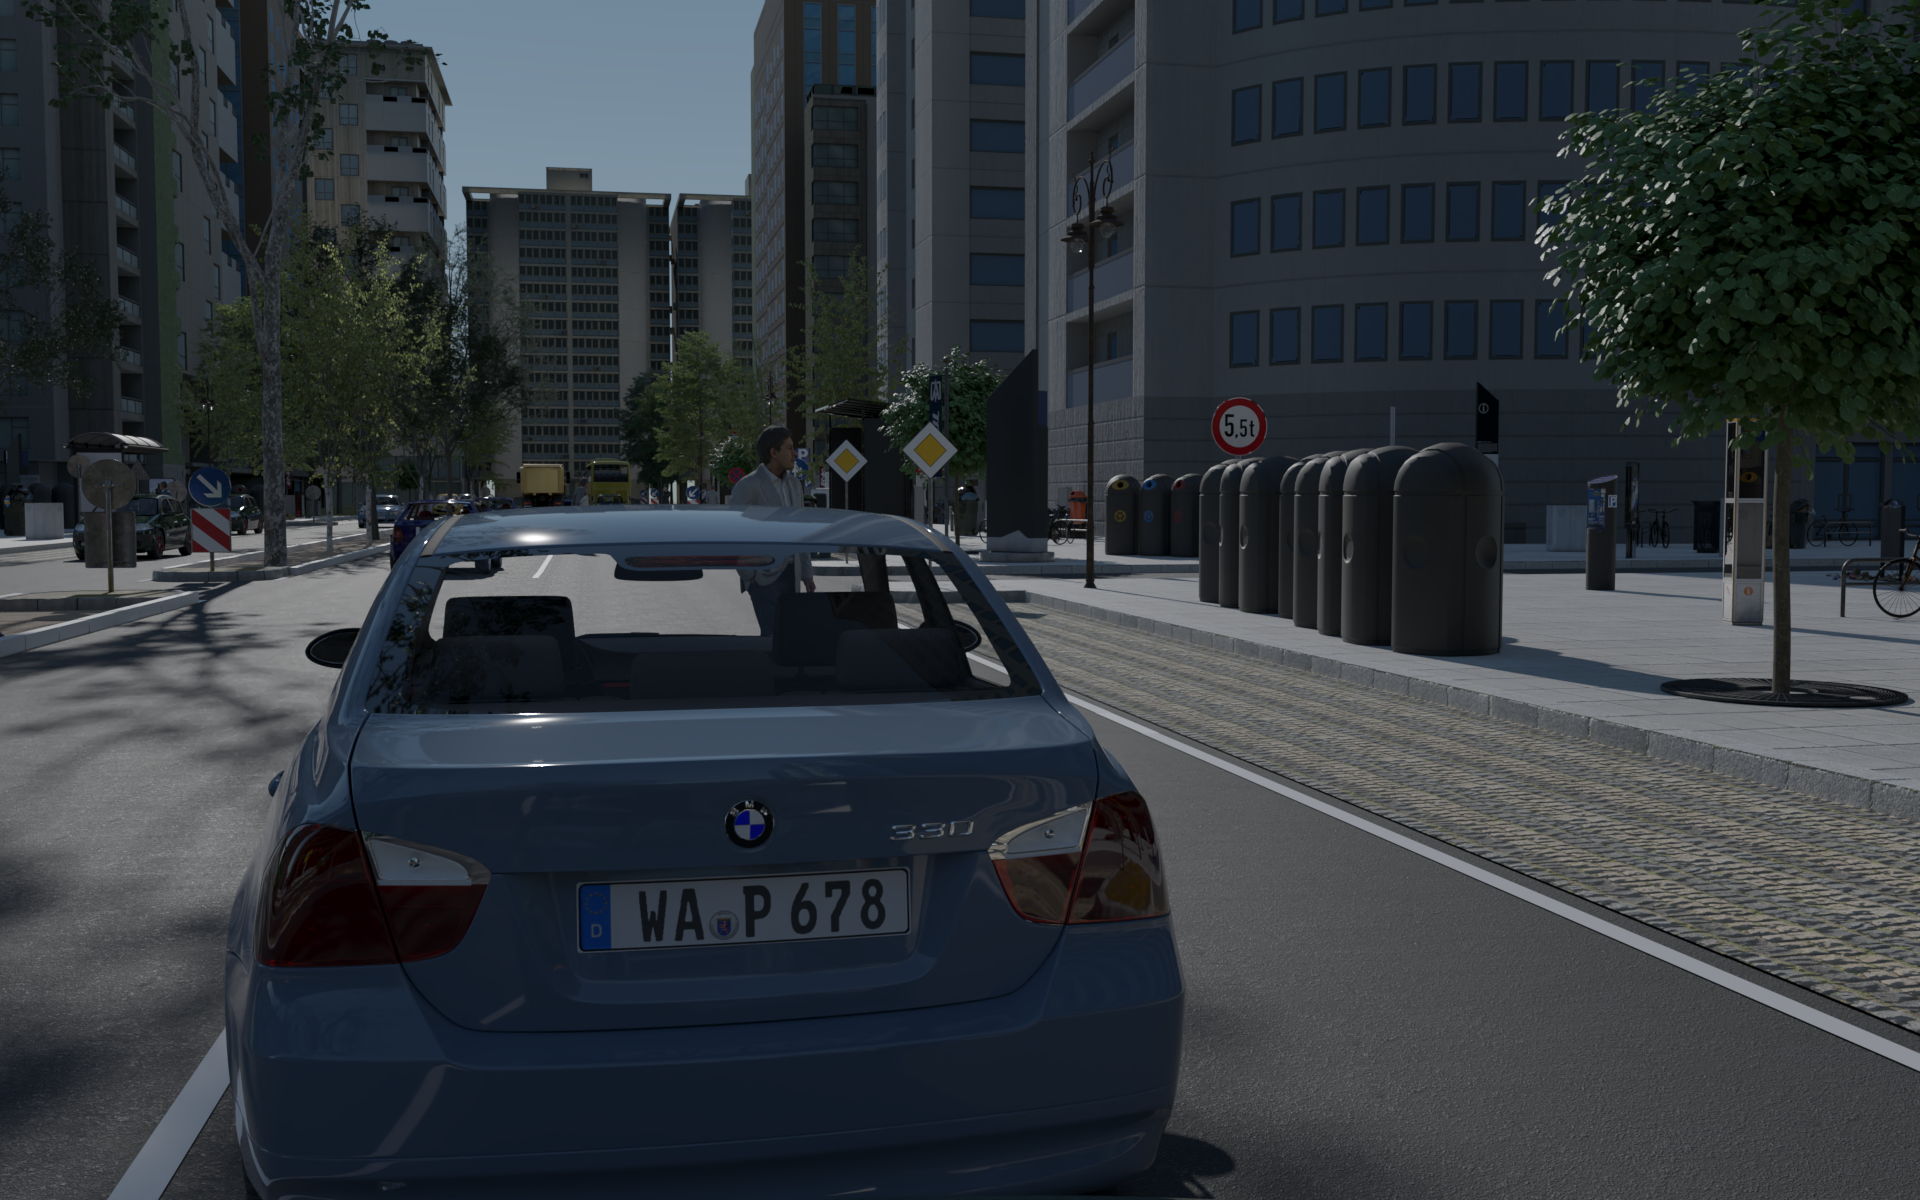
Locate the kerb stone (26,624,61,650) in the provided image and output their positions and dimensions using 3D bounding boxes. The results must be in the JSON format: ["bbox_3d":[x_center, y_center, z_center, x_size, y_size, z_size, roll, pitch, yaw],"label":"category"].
[{"bbox_3d":[-8.701,0.365,16.307,0.120,0.150,1.000,-1,4,-12],"label":"kerb stone"}]

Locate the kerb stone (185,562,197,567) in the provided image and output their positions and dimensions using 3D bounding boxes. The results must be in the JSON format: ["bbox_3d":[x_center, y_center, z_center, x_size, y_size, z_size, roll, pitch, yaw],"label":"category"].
[{"bbox_3d":[-14.083,-0.567,31.467,0.120,0.150,1.000,-1,4,-12],"label":"kerb stone"}]

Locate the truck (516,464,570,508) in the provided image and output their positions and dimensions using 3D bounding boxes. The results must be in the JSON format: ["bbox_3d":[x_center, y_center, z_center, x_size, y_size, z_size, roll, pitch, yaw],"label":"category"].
[{"bbox_3d":[-26.772,-7.052,111.224,3.469,3.379,9.791,-1,4,-13],"label":"truck"}]

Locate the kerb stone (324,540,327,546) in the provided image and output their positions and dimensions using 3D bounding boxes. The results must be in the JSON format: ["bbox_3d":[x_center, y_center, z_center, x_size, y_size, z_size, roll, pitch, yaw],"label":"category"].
[{"bbox_3d":[-17.504,-1.544,47.484,0.120,0.150,1.000,-1,4,-12],"label":"kerb stone"}]

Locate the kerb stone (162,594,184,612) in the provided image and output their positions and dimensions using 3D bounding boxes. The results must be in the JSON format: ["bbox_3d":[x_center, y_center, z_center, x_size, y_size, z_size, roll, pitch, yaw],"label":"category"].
[{"bbox_3d":[-9.767,0.054,21.319,0.120,0.150,1.000,-1,4,-12],"label":"kerb stone"}]

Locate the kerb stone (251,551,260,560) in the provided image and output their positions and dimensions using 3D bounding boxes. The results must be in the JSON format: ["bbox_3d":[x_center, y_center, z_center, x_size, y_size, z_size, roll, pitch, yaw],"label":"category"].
[{"bbox_3d":[-15.364,-0.934,37.466,0.120,0.150,1.000,-1,4,-12],"label":"kerb stone"}]

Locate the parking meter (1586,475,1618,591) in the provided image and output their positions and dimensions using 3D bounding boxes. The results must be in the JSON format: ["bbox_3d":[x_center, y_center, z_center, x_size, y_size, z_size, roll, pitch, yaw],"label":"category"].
[{"bbox_3d":[8.562,-0.899,23.114,0.372,1.533,0.369,0,3,0],"label":"parking meter"}]

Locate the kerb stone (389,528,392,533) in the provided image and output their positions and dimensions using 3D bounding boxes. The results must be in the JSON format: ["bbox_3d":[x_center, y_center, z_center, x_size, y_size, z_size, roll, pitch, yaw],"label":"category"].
[{"bbox_3d":[-20.711,-2.463,62.520,0.120,0.150,1.000,-1,4,-12],"label":"kerb stone"}]

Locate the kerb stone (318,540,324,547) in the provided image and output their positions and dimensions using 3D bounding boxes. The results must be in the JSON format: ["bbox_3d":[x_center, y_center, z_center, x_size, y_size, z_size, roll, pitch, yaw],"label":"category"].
[{"bbox_3d":[-17.287,-1.486,46.485,0.120,0.150,1.000,-1,4,-12],"label":"kerb stone"}]

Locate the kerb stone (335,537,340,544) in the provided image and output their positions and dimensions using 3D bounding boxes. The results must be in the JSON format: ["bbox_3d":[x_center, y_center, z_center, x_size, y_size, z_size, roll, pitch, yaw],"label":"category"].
[{"bbox_3d":[-17.929,-1.669,49.491,0.120,0.150,1.000,-1,4,-12],"label":"kerb stone"}]

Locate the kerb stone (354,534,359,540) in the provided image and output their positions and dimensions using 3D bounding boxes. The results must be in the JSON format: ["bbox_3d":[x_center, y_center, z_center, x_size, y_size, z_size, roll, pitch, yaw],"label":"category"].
[{"bbox_3d":[-18.776,-1.914,53.493,0.120,0.150,1.000,-1,4,-12],"label":"kerb stone"}]

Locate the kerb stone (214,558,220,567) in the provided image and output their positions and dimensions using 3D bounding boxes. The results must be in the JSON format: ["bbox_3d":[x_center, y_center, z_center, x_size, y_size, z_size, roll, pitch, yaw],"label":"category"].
[{"bbox_3d":[-14.510,-0.689,33.467,0.120,0.150,1.000,-1,4,-12],"label":"kerb stone"}]

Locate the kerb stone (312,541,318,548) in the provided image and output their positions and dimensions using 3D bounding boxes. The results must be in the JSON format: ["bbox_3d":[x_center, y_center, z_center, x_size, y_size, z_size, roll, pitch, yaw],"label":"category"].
[{"bbox_3d":[-17.071,-1.424,45.481,0.120,0.150,1.000,-1,4,-12],"label":"kerb stone"}]

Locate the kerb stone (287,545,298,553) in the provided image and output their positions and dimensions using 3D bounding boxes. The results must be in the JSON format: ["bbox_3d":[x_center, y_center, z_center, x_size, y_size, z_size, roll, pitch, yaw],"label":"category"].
[{"bbox_3d":[-16.432,-1.238,42.468,0.120,0.150,1.000,-1,4,-12],"label":"kerb stone"}]

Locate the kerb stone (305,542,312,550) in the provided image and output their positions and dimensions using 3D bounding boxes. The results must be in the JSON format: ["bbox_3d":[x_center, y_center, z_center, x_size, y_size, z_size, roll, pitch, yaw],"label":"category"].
[{"bbox_3d":[-16.856,-1.363,44.473,0.120,0.150,1.000,-1,4,-12],"label":"kerb stone"}]

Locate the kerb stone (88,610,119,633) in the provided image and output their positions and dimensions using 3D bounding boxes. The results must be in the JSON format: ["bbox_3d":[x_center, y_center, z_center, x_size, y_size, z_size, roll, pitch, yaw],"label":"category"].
[{"bbox_3d":[-9.125,0.240,18.314,0.120,0.150,1.000,-1,4,-12],"label":"kerb stone"}]

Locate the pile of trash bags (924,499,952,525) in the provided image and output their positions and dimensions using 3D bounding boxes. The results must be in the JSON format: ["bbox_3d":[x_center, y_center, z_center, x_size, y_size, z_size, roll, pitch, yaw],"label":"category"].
[{"bbox_3d":[-0.647,-3.937,74.115,3.447,1.369,1.912,2,4,24],"label":"pile of trash bags"}]

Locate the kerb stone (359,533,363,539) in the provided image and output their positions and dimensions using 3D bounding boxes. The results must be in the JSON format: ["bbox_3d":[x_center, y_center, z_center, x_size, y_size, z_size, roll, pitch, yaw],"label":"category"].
[{"bbox_3d":[-18.999,-1.975,54.492,0.120,0.150,1.000,-1,4,-12],"label":"kerb stone"}]

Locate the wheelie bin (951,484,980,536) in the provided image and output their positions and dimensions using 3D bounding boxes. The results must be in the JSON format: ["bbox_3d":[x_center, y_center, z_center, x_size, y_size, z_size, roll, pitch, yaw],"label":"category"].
[{"bbox_3d":[0.172,-2.784,53.419,0.980,1.594,0.693,3,5,41],"label":"wheelie bin"}]

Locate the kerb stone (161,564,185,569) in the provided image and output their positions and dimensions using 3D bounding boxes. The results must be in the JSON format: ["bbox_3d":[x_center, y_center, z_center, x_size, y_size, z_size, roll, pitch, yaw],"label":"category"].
[{"bbox_3d":[-13.866,-0.505,30.468,0.120,0.150,1.000,-1,4,-12],"label":"kerb stone"}]

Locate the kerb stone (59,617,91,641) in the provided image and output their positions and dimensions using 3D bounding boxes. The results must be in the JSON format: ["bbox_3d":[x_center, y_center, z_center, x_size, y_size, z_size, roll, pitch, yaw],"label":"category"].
[{"bbox_3d":[-8.914,0.306,17.307,0.120,0.150,1.000,-1,4,-12],"label":"kerb stone"}]

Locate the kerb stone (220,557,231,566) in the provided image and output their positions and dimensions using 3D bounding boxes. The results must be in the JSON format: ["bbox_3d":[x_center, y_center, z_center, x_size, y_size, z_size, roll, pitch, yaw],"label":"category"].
[{"bbox_3d":[-14.721,-0.747,34.467,0.120,0.150,1.000,-1,4,-12],"label":"kerb stone"}]

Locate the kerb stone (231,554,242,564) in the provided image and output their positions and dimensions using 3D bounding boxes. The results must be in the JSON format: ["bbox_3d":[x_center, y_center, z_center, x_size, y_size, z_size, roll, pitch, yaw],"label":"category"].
[{"bbox_3d":[-14.930,-0.804,35.469,0.120,0.150,1.000,-1,4,-12],"label":"kerb stone"}]

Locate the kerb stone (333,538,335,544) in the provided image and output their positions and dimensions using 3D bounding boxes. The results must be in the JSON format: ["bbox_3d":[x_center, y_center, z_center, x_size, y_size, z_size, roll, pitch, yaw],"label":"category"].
[{"bbox_3d":[-17.716,-1.608,48.491,0.120,0.150,1.000,-1,4,-12],"label":"kerb stone"}]

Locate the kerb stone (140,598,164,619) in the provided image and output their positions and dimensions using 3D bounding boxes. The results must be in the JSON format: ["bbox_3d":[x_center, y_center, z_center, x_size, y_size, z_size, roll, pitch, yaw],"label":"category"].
[{"bbox_3d":[-9.555,0.115,20.319,0.120,0.150,1.000,-1,4,-12],"label":"kerb stone"}]

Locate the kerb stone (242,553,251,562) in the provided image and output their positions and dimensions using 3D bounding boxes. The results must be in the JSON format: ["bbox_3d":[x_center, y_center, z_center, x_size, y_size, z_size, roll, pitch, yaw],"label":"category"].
[{"bbox_3d":[-15.153,-0.873,36.466,0.120,0.150,1.000,-1,4,-12],"label":"kerb stone"}]

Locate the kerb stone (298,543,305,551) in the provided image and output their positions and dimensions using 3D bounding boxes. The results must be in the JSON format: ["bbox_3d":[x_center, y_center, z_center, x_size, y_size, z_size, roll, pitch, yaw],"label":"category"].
[{"bbox_3d":[-16.641,-1.301,43.474,0.120,0.150,1.000,-1,4,-12],"label":"kerb stone"}]

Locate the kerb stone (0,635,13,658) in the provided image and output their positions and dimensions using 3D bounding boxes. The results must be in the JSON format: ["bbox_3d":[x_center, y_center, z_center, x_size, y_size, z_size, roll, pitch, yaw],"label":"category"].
[{"bbox_3d":[-8.486,0.421,15.305,0.120,0.150,1.000,-1,4,-12],"label":"kerb stone"}]

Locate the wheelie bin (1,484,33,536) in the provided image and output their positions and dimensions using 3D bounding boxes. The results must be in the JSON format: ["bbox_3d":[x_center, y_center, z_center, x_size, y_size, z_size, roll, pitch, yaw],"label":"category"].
[{"bbox_3d":[-28.966,-2.775,53.283,0.693,1.594,0.980,0,4,-2],"label":"wheelie bin"}]

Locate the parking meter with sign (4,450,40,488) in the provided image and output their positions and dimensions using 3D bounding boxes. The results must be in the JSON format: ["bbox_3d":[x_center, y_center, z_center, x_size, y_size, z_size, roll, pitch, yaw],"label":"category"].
[{"bbox_3d":[-37.213,-4.468,69.310,1.738,3.016,0.543,-2,4,-24],"label":"parking meter with sign"}]

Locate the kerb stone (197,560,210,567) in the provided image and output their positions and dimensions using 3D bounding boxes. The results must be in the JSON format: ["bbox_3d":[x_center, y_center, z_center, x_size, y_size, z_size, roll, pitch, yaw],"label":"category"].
[{"bbox_3d":[-14.288,-0.628,32.469,0.120,0.150,1.000,-1,4,-12],"label":"kerb stone"}]

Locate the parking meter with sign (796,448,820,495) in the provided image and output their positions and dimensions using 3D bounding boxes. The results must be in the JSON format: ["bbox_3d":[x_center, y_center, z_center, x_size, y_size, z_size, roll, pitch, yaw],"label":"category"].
[{"bbox_3d":[-5.647,-4.276,66.169,0.543,3.016,1.738,1,4,19],"label":"parking meter with sign"}]

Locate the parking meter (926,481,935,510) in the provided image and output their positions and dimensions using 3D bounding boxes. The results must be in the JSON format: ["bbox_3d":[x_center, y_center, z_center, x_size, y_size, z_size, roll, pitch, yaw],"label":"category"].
[{"bbox_3d":[-1.306,-4.331,76.529,0.399,1.863,0.255,0,4,7],"label":"parking meter"}]

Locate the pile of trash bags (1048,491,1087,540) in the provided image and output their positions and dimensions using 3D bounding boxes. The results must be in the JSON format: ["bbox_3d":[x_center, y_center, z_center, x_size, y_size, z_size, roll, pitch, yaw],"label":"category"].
[{"bbox_3d":[2.942,-2.454,49.881,1.912,1.369,3.447,-1,4,-16],"label":"pile of trash bags"}]

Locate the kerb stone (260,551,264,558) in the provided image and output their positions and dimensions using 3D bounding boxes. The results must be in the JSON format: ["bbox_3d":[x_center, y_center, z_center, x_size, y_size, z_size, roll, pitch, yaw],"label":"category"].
[{"bbox_3d":[-15.574,-0.995,38.469,0.120,0.150,1.000,-1,4,-12],"label":"kerb stone"}]

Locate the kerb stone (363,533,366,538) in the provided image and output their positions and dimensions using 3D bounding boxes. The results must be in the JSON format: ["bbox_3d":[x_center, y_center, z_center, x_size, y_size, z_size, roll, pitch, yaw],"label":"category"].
[{"bbox_3d":[-19.203,-2.037,55.494,0.120,0.150,1.000,-1,4,-12],"label":"kerb stone"}]

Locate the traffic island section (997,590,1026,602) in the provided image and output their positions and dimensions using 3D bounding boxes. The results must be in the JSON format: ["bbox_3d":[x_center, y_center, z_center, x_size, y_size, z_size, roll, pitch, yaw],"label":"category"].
[{"bbox_3d":[-0.397,-0.111,24.101,2.009,0.180,2.903,-1,4,-12],"label":"traffic island section"}]

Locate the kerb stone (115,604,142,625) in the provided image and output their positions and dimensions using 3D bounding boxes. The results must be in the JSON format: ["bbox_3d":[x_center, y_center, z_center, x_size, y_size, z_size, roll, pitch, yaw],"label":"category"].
[{"bbox_3d":[-9.340,0.176,19.313,0.120,0.150,1.000,-1,4,-12],"label":"kerb stone"}]

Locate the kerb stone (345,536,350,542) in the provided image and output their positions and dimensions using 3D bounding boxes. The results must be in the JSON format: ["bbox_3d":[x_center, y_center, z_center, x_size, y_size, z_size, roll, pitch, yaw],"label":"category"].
[{"bbox_3d":[-18.358,-1.792,51.490,0.120,0.150,1.000,-1,4,-12],"label":"kerb stone"}]

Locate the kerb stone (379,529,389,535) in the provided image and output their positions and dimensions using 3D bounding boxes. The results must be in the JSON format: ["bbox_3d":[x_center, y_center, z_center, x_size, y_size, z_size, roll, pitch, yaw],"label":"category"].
[{"bbox_3d":[-20.498,-2.405,61.519,0.120,0.150,1.000,-1,4,-12],"label":"kerb stone"}]

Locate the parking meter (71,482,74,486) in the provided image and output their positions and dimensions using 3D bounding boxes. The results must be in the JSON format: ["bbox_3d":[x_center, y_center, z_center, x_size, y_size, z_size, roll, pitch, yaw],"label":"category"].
[{"bbox_3d":[-40.481,-4.500,79.293,0.399,1.863,0.255,3,4,37],"label":"parking meter"}]

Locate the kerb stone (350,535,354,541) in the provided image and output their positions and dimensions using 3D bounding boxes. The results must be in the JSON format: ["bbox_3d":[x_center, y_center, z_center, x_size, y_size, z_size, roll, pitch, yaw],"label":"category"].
[{"bbox_3d":[-18.565,-1.852,52.492,0.120,0.150,1.000,-1,4,-12],"label":"kerb stone"}]

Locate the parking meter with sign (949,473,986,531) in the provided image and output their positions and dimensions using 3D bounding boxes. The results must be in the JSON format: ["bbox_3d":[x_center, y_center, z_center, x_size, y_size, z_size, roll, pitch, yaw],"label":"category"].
[{"bbox_3d":[0.511,-3.871,59.559,1.738,3.016,0.543,0,4,-7],"label":"parking meter with sign"}]

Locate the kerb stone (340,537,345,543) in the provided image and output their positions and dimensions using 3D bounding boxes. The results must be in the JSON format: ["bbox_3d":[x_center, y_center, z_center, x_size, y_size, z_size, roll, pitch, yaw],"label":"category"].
[{"bbox_3d":[-18.136,-1.731,50.492,0.120,0.150,1.000,-1,4,-12],"label":"kerb stone"}]

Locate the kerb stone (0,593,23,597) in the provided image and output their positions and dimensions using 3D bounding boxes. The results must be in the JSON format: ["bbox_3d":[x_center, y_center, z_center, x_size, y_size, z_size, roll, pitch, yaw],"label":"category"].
[{"bbox_3d":[-12.049,0.017,21.919,0.120,0.150,1.000,-1,4,-12],"label":"kerb stone"}]
